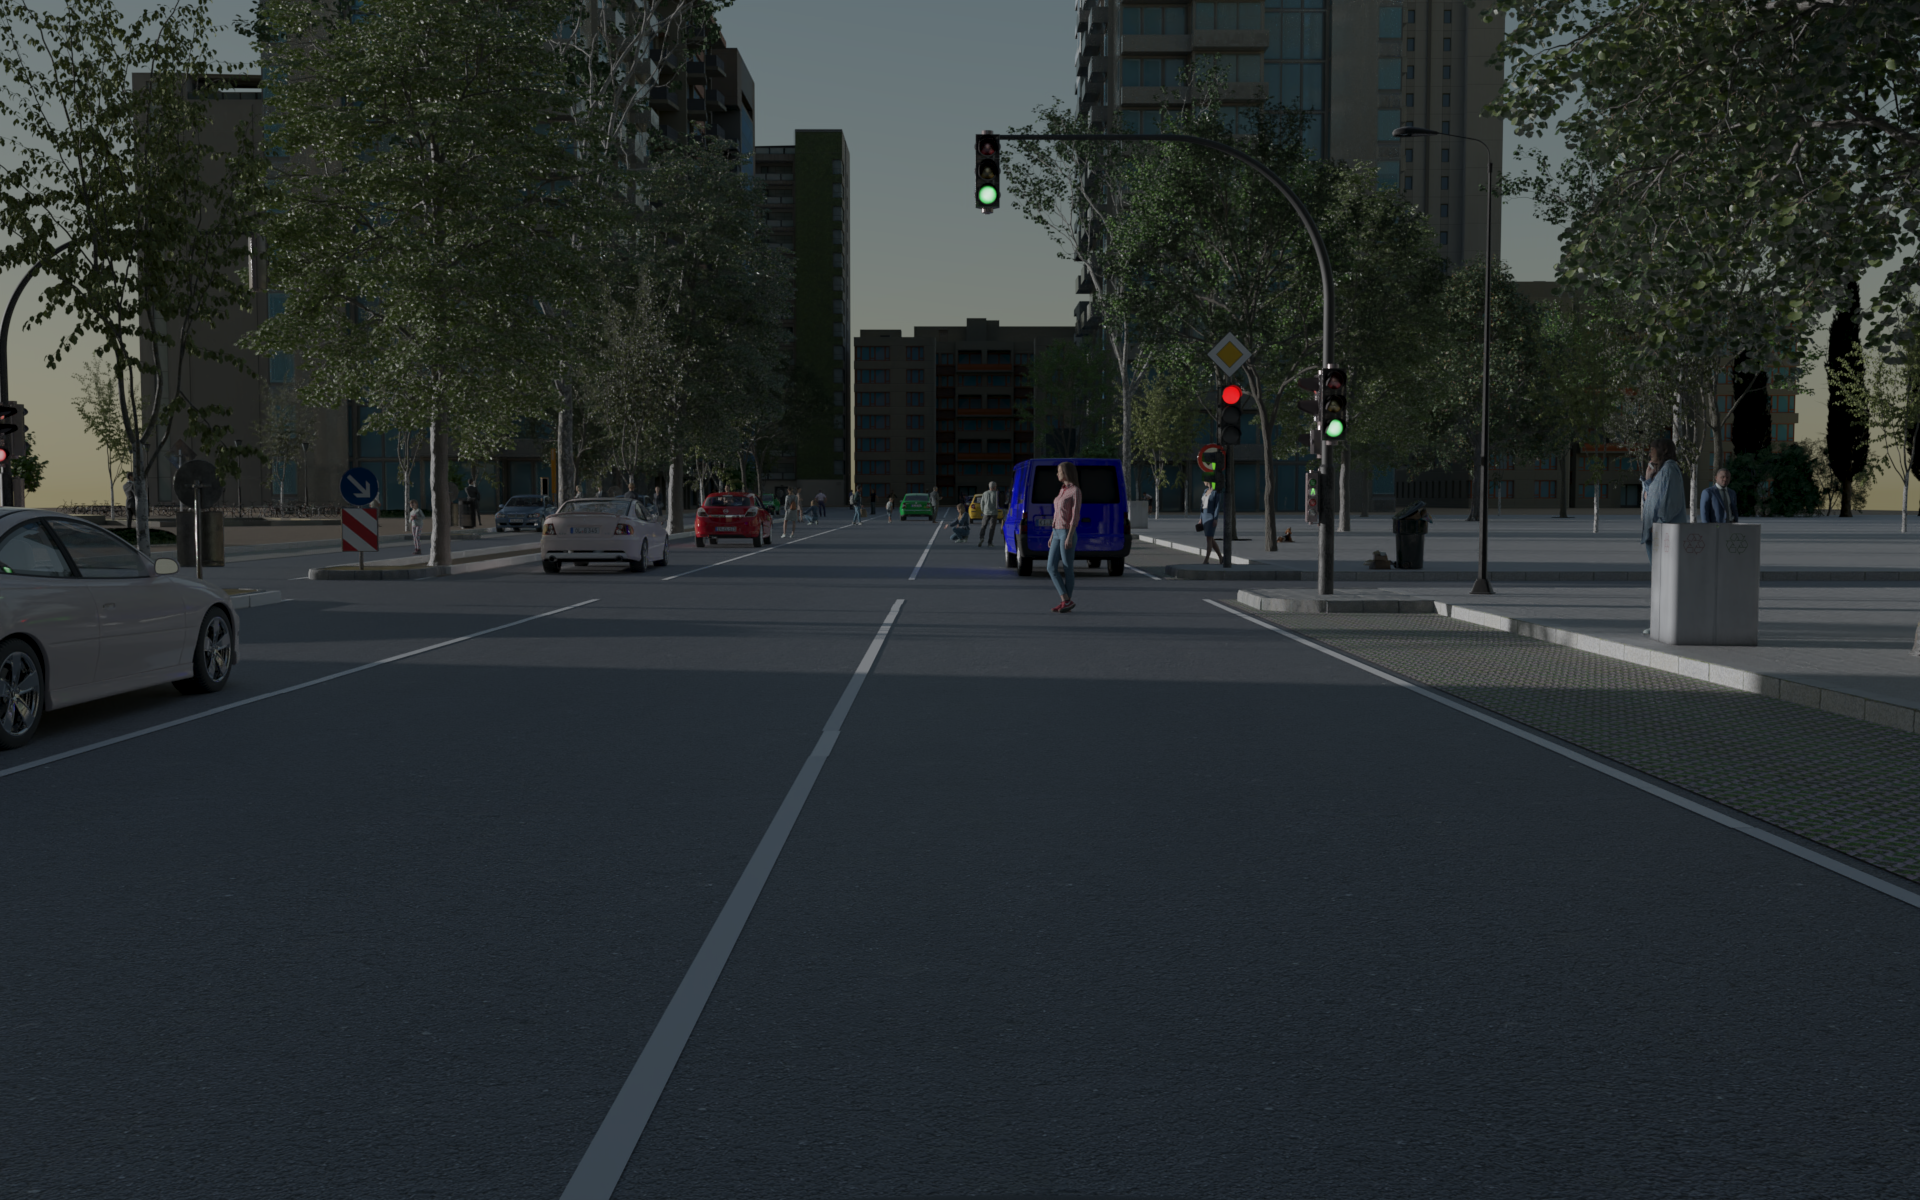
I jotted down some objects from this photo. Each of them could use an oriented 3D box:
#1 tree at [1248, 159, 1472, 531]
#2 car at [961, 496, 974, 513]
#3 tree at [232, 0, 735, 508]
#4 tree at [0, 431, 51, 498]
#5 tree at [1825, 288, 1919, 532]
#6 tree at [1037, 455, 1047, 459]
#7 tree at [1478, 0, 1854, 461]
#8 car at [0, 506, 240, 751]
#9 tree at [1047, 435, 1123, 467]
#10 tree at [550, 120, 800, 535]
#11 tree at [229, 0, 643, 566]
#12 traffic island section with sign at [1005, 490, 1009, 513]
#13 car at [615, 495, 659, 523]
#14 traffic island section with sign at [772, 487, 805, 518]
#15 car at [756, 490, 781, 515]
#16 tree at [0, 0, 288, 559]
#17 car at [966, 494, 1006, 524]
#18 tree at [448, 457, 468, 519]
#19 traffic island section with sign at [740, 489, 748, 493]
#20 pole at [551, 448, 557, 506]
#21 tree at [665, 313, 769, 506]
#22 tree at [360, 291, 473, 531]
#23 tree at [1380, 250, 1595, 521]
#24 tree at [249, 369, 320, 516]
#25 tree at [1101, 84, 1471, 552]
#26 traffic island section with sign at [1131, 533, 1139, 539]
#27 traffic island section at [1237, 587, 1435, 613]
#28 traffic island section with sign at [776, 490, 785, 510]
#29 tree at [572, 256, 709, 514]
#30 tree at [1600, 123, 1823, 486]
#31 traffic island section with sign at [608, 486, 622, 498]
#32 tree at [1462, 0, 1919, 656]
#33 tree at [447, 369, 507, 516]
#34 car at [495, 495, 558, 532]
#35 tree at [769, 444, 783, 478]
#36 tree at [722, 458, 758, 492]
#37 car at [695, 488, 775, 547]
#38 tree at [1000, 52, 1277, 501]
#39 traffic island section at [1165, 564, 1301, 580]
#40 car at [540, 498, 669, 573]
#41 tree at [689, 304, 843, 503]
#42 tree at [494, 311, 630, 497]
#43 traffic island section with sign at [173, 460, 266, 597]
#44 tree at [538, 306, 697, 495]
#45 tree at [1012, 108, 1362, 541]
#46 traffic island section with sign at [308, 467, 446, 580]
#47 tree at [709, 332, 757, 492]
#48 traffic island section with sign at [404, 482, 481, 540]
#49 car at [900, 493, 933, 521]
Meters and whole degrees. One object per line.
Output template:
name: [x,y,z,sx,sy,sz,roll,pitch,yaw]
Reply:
tree: [13.659,-8.637,59.339,7.486,12.596,7.792,0,3,0]
car: [1.063,-6.259,114.912,1.945,1.354,3.894,0,4,-1]
tree: [-11.185,-11.364,44.155,12.611,20.169,13.585,0,3,0]
tree: [-25.199,-3.177,46.551,1.663,3.219,1.824,0,3,0]
tree: [31.911,-6.617,58.548,4.737,8.622,4.395,0,3,0]
tree: [6.537,-8.601,124.335,4.285,4.588,4.351,0,3,0]
tree: [26.496,-12.934,67.356,12.611,20.169,13.585,0,3,0]
car: [-6.245,0.081,11.030,2.083,1.381,4.827,0,4,-1]
tree: [7.755,-6.892,96.401,4.285,4.588,4.351,0,3,0]
tree: [-9.954,-9.235,60.111,9.857,13.997,8.962,0,3,0]
tree: [-10.021,-6.883,33.113,7.486,12.596,7.792,0,3,0]
traffic island section with sign: [4.481,-7.575,132.479,1.989,1.847,2.006,0,3,0]
car: [-13.824,-3.711,72.671,2.014,1.417,4.499,0,4,1]
traffic island section with sign: [-10.273,-5.921,104.950,2.006,1.907,1.989,0,3,0]
car: [-13.000,-6.493,114.961,1.959,1.807,4.718,0,4,1]
tree: [-9.851,-4.141,20.529,4.737,8.622,4.395,0,3,0]
car: [1.286,-4.577,85.054,2.015,1.641,3.980,0,4,0]
tree: [-26.499,-5.824,89.819,1.663,3.219,1.824,0,3,0]
traffic island section with sign: [-16.436,-7.540,131.903,1.989,1.847,2.006,0,3,0]
pole: [-18.168,-5.116,77.484,0.158,3.312,0.155,0,3,0]
tree: [-10.063,-7.024,67.657,4.737,8.622,4.395,0,3,0]
tree: [-18.825,-6.674,59.484,4.360,8.622,3.978,0,3,0]
tree: [24.576,-10.077,81.760,9.611,12.733,9.660,0,3,0]
tree: [-40.310,-9.340,103.067,4.360,8.622,3.978,0,3,0]
tree: [7.082,-6.383,38.771,8.767,10.594,7.601,1,4,15]
traffic island section with sign: [4.635,-2.849,55.204,1.989,1.847,2.006,0,3,0]
traffic island section: [4.695,0.005,22.196,2.009,0.180,2.903,0,3,0]
traffic island section with sign: [-16.487,-9.192,158.916,1.989,1.847,2.006,0,3,0]
tree: [-10.103,-6.132,53.079,4.360,8.622,3.978,0,3,0]
tree: [20.430,-7.398,46.709,9.928,11.665,9.643,0,3,0]
traffic island section with sign: [-16.339,-4.473,81.761,1.989,1.847,2.006,0,3,0]
tree: [8.015,-6.519,13.235,9.857,13.997,8.962,0,3,0]
tree: [-28.451,-9.251,101.616,4.737,8.622,4.395,0,3,0]
car: [-16.515,-3.323,66.341,2.014,1.417,4.499,0,4,-2]
tree: [-18.830,-13.190,166.011,4.737,8.622,4.395,0,3,0]
tree: [-18.756,-10.018,147.504,4.285,4.588,4.351,0,3,0]
car: [-6.244,-2.387,48.076,2.155,1.783,4.494,0,4,-1]
tree: [8.491,-13.340,74.000,12.611,20.169,13.585,0,3,0]
traffic island section: [4.679,-0.483,30.181,2.009,0.180,2.903,0,3,0]
car: [-6.705,-1.260,32.964,2.083,1.381,4.827,0,4,-2]
tree: [-10.044,-9.239,87.920,8.767,10.594,7.601,0,3,0]
tree: [-19.899,-9.453,88.977,8.767,10.594,7.601,-1,4,-12]
traffic island section with sign: [-10.106,-0.873,22.405,2.006,1.907,1.989,0,3,0]
tree: [-19.824,-11.199,100.110,9.611,12.733,9.660,0,3,0]
tree: [7.320,-7.452,47.592,9.928,11.665,9.643,0,3,0]
traffic island section with sign: [-10.111,-1.326,29.812,2.006,1.907,1.989,0,3,0]
tree: [-10.181,-7.377,73.437,4.360,8.622,3.978,0,3,0]
traffic island section with sign: [-16.281,-2.821,54.747,1.989,1.847,2.006,0,3,0]
car: [-2.319,-5.212,94.016,1.959,1.807,4.718,0,3,0]
